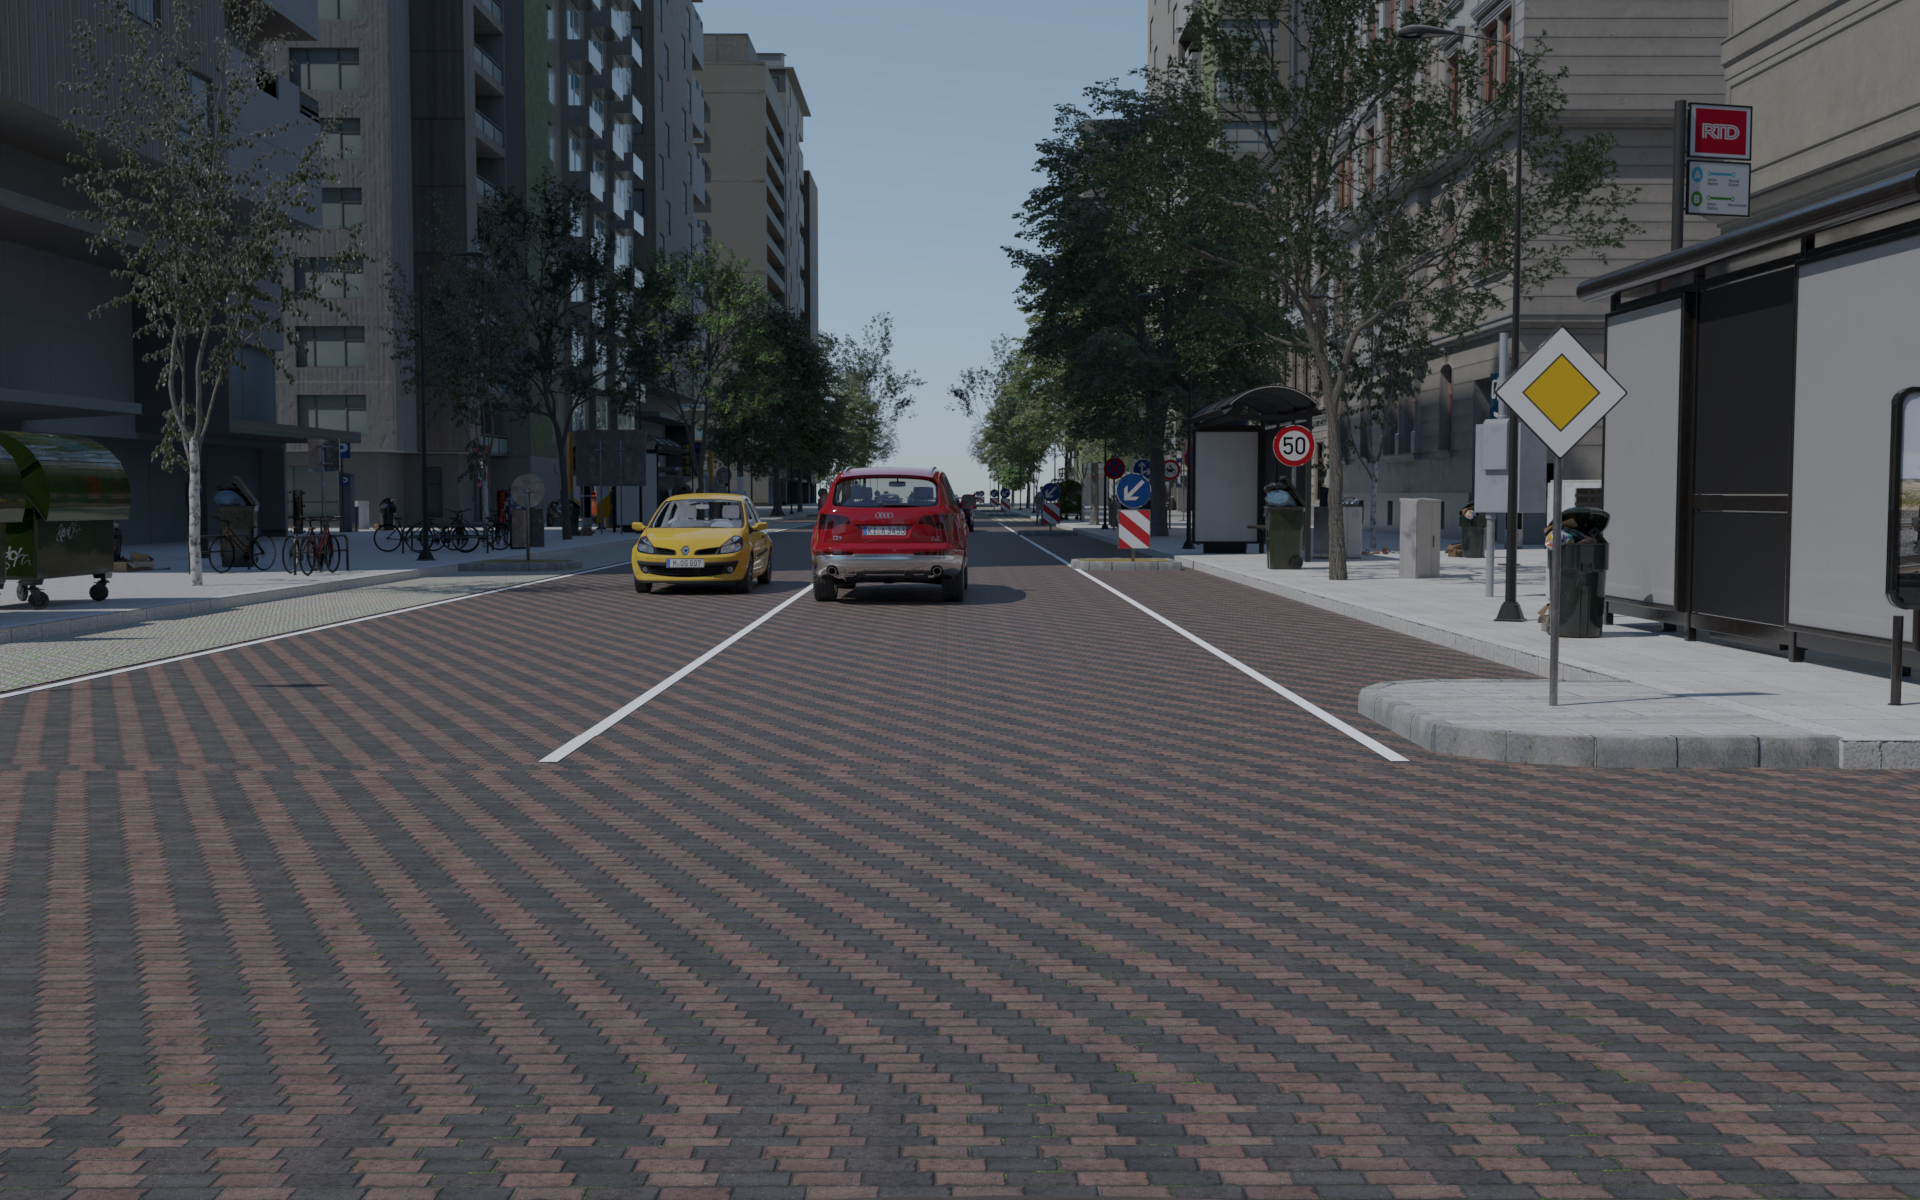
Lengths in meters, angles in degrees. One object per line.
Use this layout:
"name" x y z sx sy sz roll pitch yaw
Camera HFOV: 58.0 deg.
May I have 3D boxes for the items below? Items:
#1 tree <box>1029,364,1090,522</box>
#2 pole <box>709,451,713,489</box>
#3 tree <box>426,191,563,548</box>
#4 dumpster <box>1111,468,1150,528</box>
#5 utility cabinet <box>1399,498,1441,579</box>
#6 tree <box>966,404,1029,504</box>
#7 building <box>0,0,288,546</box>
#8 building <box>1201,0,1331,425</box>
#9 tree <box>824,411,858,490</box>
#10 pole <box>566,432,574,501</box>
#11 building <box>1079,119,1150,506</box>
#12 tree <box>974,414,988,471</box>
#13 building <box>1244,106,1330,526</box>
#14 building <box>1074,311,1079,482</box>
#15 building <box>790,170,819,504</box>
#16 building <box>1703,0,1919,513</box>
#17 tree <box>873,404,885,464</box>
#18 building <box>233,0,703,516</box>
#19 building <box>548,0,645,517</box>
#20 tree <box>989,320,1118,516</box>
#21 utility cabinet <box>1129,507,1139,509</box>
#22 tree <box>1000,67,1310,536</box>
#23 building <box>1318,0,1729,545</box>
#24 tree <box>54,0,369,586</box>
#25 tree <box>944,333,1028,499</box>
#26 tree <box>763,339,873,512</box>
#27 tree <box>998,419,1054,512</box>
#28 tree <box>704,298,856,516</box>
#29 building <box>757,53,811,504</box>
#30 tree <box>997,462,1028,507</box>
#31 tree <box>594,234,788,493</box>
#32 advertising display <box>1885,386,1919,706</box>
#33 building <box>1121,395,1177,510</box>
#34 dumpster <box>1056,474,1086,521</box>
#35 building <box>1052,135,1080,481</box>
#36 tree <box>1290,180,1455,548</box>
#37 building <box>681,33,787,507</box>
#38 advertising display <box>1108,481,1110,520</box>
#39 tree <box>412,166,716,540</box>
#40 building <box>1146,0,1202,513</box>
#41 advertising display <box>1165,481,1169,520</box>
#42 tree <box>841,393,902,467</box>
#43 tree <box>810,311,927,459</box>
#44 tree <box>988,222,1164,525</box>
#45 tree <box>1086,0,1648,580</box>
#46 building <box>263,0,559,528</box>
"tree" 5.536 -7.916 79.793 4.360 8.622 3.978 0 3 0
"pole" -11.833 -5.413 82.339 0.158 3.312 0.155 0 3 0
"tree" -11.606 -5.559 41.255 4.360 8.622 3.978 0 3 0
"dumpster" 6.501 -3.816 64.884 1.502 2.255 1.985 0 4 0
"utility cabinet" 7.081 -0.945 26.616 0.306 1.237 1.020 2 4 35
"tree" 5.176 -19.510 229.361 12.009 13.543 11.850 0 3 0
"building" -31.173 -27.363 36.625 28.713 52.752 27.495 0 4 0
"building" 19.974 -25.129 94.447 14.154 41.232 14.086 0 4 0
"tree" -10.741 -11.955 145.826 4.360 8.622 3.978 0 3 0
"pole" -12.882 -3.876 57.223 0.158 3.312 0.155 0 3 0
"building" 20.125 -31.104 192.152 14.154 41.232 14.086 0 4 0
"tree" 5.274 -16.349 185.437 7.486 12.596 7.792 0 3 0
"building" 18.803 -12.908 75.673 10.561 19.102 19.286 0 4 0
"building" 20.619 -26.645 207.347 14.160 30.474 14.107 0 4 0
"building" -26.487 -35.671 233.324 14.600 45.320 14.200 0 4 0
"building" 28.741 -11.754 25.469 30.059 22.955 16.112 0 4 0
"tree" -10.523 -14.922 162.093 7.486 12.596 7.792 0 3 0
"building" -34.066 -33.066 129.860 28.713 52.752 27.495 0 4 0
"building" -30.996 -29.414 100.521 23.786 49.044 30.456 0 4 0
"tree" 6.235 -10.616 99.333 9.928 11.665 9.643 0 3 0
"utility cabinet" 6.152 -2.862 57.962 1.020 1.237 0.306 -2 4 -28
"tree" 6.108 -8.910 52.337 9.857 13.997 8.962 0 3 0
"building" 20.067 -16.307 54.012 14.401 28.519 23.554 0 4 0
"tree" -10.586 -4.518 24.234 4.360 8.622 3.978 0 3 0
"tree" 4.330 -21.440 206.436 12.611 20.169 13.585 0 3 0
"tree" -11.083 -12.604 124.198 7.486 12.596 7.792 0 3 0
"tree" 5.675 -11.986 146.331 4.737 8.622 4.395 0 3 0
"tree" -10.827 -11.264 101.180 9.611 12.733 9.660 0 3 0
"building" -33.389 -38.105 212.250 28.713 52.752 27.495 0 4 0
"tree" 5.436 -11.575 172.963 4.285 4.588 4.351 0 3 0
"tree" -10.770 -8.869 70.771 9.928 11.665 9.643 0 3 0
"advertising display" 6.096 -0.315 10.368 0.974 1.923 0.123 1 4 14
"building" 29.538 -27.499 141.483 32.217 40.220 23.993 0 4 0
"dumpster" 5.291 -4.979 83.900 1.502 2.255 1.985 0 4 0
"building" 24.510 -37.302 229.491 23.786 49.044 30.456 0 4 0
"tree" 9.876 -5.563 41.316 4.360 8.622 3.978 0 3 0
"building" -30.473 -34.458 187.091 21.300 48.544 21.600 0 4 0
"advertising display" 7.720 -4.864 84.743 0.974 1.923 0.123 0 4 1
"tree" -11.123 -6.997 48.807 8.767 10.594 7.601 -1 4 -14
"building" 27.255 -32.150 114.886 28.713 52.752 27.495 0 4 0
"advertising display" 10.035 -4.869 84.827 0.123 1.923 0.974 3 4 37
"tree" -11.282 -17.978 204.314 12.009 13.543 11.850 0 3 0
"tree" -9.821 -19.747 178.745 12.611 20.169 13.585 0 3 0
"tree" 5.411 -9.373 71.367 7.486 12.596 7.792 0 3 0
"tree" 5.769 -5.596 25.905 8.767 10.594 7.601 1 4 15
"building" -25.034 -23.624 69.853 14.154 41.232 14.086 0 4 0
